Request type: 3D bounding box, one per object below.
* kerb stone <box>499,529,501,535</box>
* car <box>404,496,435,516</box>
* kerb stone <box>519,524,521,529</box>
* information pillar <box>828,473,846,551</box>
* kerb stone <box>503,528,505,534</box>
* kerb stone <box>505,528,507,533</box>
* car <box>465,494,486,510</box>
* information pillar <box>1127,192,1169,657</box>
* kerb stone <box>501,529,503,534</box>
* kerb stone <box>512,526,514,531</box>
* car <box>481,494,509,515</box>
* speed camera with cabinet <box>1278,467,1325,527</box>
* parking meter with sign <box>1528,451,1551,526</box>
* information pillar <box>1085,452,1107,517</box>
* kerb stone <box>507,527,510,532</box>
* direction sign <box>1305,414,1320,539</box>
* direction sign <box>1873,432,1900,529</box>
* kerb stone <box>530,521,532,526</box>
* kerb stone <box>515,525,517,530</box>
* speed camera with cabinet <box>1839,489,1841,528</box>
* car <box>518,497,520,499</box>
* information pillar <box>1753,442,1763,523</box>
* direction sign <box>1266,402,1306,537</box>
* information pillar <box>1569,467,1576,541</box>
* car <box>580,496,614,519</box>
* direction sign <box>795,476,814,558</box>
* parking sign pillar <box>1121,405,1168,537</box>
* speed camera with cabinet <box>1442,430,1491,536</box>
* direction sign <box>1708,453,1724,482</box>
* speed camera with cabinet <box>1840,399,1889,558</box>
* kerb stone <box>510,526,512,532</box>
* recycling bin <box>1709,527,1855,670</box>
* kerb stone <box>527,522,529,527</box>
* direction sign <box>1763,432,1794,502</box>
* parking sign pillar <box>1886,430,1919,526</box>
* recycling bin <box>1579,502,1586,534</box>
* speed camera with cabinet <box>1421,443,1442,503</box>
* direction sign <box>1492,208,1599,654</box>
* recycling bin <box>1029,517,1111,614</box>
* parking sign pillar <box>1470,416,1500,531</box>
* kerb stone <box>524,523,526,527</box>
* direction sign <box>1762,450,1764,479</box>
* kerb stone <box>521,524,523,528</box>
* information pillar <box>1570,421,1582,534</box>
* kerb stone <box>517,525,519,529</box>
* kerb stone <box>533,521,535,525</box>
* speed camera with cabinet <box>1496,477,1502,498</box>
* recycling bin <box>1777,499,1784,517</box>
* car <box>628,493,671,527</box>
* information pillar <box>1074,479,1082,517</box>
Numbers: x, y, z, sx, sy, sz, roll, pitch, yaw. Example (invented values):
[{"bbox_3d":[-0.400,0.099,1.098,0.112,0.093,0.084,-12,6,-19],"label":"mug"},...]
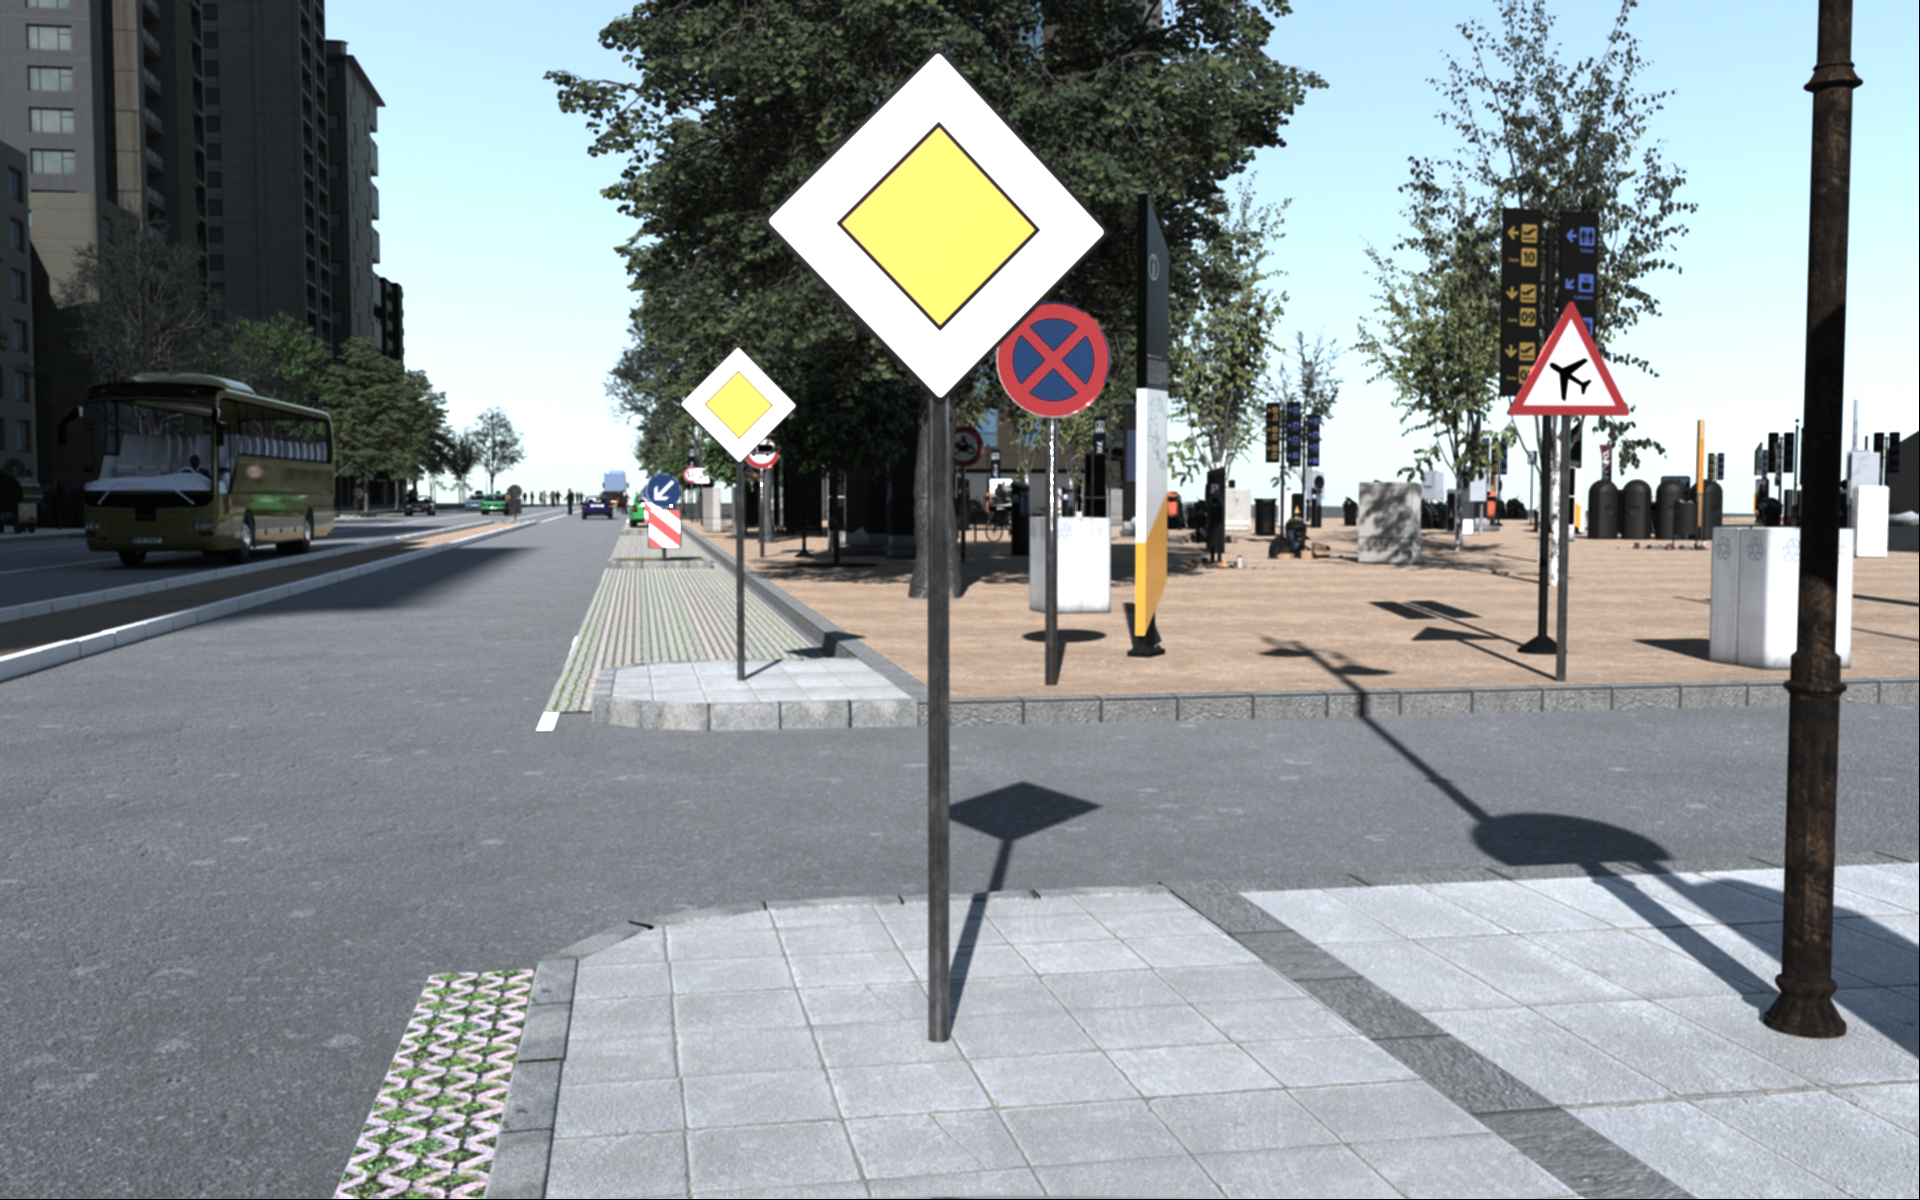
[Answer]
[{"bbox_3d":[-16.111,-2.315,60.038,0.120,0.150,1.000,-1,4,-10],"label":"kerb stone"},{"bbox_3d":[-36.105,-6.311,115.764,1.945,1.354,3.894,-1,4,-12],"label":"car"},{"bbox_3d":[-17.980,-2.929,70.115,0.120,0.150,1.000,-1,4,-10],"label":"kerb stone"},{"bbox_3d":[-2.769,-2.110,38.986,0.304,2.012,0.304,-3,5,-41],"label":"information pillar"},{"bbox_3d":[-16.478,-2.438,62.051,0.120,0.150,1.000,-1,4,-10],"label":"kerb stone"},{"bbox_3d":[-16.673,-2.499,63.059,0.120,0.150,1.000,-1,4,-10],"label":"kerb stone"},{"bbox_3d":[-42.763,-8.659,153.577,2.014,1.417,4.499,-1,4,-9],"label":"car"},{"bbox_3d":[1.521,-1.369,13.744,0.183,3.616,0.504,2,4,28],"label":"information pillar"},{"bbox_3d":[-16.305,-2.376,61.042,0.120,0.150,1.000,-1,4,-10],"label":"kerb stone"},{"bbox_3d":[-17.228,-2.681,66.081,0.120,0.150,1.000,-1,4,-10],"label":"kerb stone"},{"bbox_3d":[-32.324,-6.844,120.699,1.959,1.807,4.718,-1,4,-10],"label":"car"},{"bbox_3d":[13.322,-4.474,67.479,2.038,3.252,0.660,-3,4,-37],"label":"speed camera with cabinet"},{"bbox_3d":[23.875,-4.516,70.090,1.738,3.016,0.543,-1,4,-14],"label":"parking meter with sign"},{"bbox_3d":[2.410,-1.606,30.745,0.304,2.012,0.304,-1,4,-22],"label":"information pillar"},{"bbox_3d":[-16.854,-2.561,64.065,0.120,0.150,1.000,-1,4,-10],"label":"kerb stone"},{"bbox_3d":[9.751,-3.495,49.142,0.876,3.537,0.379,0,4,-2],"label":"direction sign"},{"bbox_3d":[33.958,-4.377,63.554,0.379,3.537,0.876,-3,5,-44],"label":"direction sign"},{"bbox_3d":[-19.283,-3.362,77.173,0.120,0.150,1.000,-1,4,-10],"label":"kerb stone"},{"bbox_3d":[-17.604,-2.807,68.097,0.120,0.150,1.000,-1,4,-10],"label":"kerb stone"},{"bbox_3d":[30.009,-3.919,58.407,2.038,3.252,0.660,0,4,-8],"label":"speed camera with cabinet"},{"bbox_3d":[-50.137,-11.266,193.233,2.155,1.783,4.494,-1,4,-11],"label":"car"},{"bbox_3d":[35.788,-5.280,77.676,0.504,3.616,0.183,-2,4,-35],"label":"information pillar"},{"bbox_3d":[7.965,-3.105,42.762,0.876,3.537,0.379,2,4,31],"label":"direction sign"},{"bbox_3d":[16.471,-2.597,46.949,0.304,2.012,0.304,0,4,-7],"label":"information pillar"},{"bbox_3d":[-20.800,-5.305,99.312,1.945,1.354,3.894,-1,4,-12],"label":"car"},{"bbox_3d":[-3.167,-2.636,35.091,0.379,3.537,0.876,1,4,13],"label":"direction sign"},{"bbox_3d":[5.596,-3.913,52.443,1.447,3.967,1.447,0,4,0],"label":"parking sign pillar"},{"bbox_3d":[15.836,-3.658,54.149,0.660,3.252,2.038,0,4,-3],"label":"speed camera with cabinet"},{"bbox_3d":[41.713,-6.339,95.637,0.379,3.537,0.876,-3,5,-43],"label":"direction sign"},{"bbox_3d":[18.636,-2.521,35.551,0.660,3.252,2.038,1,4,21],"label":"speed camera with cabinet"},{"bbox_3d":[-17.041,-2.617,65.077,0.120,0.150,1.000,-1,4,-10],"label":"kerb stone"},{"bbox_3d":[6.156,-0.027,12.997,0.722,1.027,0.722,-1,4,-12],"label":"recycling bin"},{"bbox_3d":[-18.912,-3.239,75.154,0.120,0.150,1.000,-1,4,-10],"label":"kerb stone"},{"bbox_3d":[30.207,-4.391,63.793,0.876,3.537,0.379,1,4,13],"label":"direction sign"},{"bbox_3d":[38.396,-5.014,70.453,1.447,3.967,1.447,1,4,17],"label":"parking sign pillar"},{"bbox_3d":[19.860,-2.668,56.169,0.722,1.027,0.722,1,4,13],"label":"recycling bin"},{"bbox_3d":[18.813,-4.431,66.777,0.660,3.252,2.038,-3,5,-39],"label":"speed camera with cabinet"},{"bbox_3d":[4.718,-1.341,13.928,0.876,3.537,0.379,-1,4,-17],"label":"direction sign"},{"bbox_3d":[1.199,-0.390,18.923,0.722,1.027,0.722,-1,4,-16],"label":"recycling bin"},{"bbox_3d":[18.051,-4.390,60.242,1.447,3.967,1.447,0,4,8],"label":"parking sign pillar"},{"bbox_3d":[-18.542,-3.115,73.142,0.120,0.150,1.000,-1,4,-10],"label":"kerb stone"},{"bbox_3d":[40.963,-5.906,88.563,0.876,3.537,0.379,-2,4,-29],"label":"direction sign"},{"bbox_3d":[-18.161,-2.992,71.121,0.120,0.150,1.000,-1,4,-10],"label":"kerb stone"},{"bbox_3d":[19.585,-3.907,55.227,0.183,3.616,0.504,-3,5,-45],"label":"information pillar"},{"bbox_3d":[-17.790,-2.869,69.107,0.120,0.150,1.000,-1,4,-10],"label":"kerb stone"},{"bbox_3d":[-19.660,-3.486,79.185,0.120,0.150,1.000,-1,4,-10],"label":"kerb stone"},{"bbox_3d":[28.252,-5.967,91.894,0.660,3.252,2.038,2,4,30],"label":"speed camera with cabinet"},{"bbox_3d":[40.313,-4.447,85.267,0.722,1.027,0.722,3,4,37],"label":"recycling bin"},{"bbox_3d":[-13.434,-4.066,75.277,1.959,1.807,4.718,-1,4,-10],"label":"car"},{"bbox_3d":[5.601,-4.738,81.964,0.304,2.012,0.304,-1,4,-14],"label":"information pillar"}]
